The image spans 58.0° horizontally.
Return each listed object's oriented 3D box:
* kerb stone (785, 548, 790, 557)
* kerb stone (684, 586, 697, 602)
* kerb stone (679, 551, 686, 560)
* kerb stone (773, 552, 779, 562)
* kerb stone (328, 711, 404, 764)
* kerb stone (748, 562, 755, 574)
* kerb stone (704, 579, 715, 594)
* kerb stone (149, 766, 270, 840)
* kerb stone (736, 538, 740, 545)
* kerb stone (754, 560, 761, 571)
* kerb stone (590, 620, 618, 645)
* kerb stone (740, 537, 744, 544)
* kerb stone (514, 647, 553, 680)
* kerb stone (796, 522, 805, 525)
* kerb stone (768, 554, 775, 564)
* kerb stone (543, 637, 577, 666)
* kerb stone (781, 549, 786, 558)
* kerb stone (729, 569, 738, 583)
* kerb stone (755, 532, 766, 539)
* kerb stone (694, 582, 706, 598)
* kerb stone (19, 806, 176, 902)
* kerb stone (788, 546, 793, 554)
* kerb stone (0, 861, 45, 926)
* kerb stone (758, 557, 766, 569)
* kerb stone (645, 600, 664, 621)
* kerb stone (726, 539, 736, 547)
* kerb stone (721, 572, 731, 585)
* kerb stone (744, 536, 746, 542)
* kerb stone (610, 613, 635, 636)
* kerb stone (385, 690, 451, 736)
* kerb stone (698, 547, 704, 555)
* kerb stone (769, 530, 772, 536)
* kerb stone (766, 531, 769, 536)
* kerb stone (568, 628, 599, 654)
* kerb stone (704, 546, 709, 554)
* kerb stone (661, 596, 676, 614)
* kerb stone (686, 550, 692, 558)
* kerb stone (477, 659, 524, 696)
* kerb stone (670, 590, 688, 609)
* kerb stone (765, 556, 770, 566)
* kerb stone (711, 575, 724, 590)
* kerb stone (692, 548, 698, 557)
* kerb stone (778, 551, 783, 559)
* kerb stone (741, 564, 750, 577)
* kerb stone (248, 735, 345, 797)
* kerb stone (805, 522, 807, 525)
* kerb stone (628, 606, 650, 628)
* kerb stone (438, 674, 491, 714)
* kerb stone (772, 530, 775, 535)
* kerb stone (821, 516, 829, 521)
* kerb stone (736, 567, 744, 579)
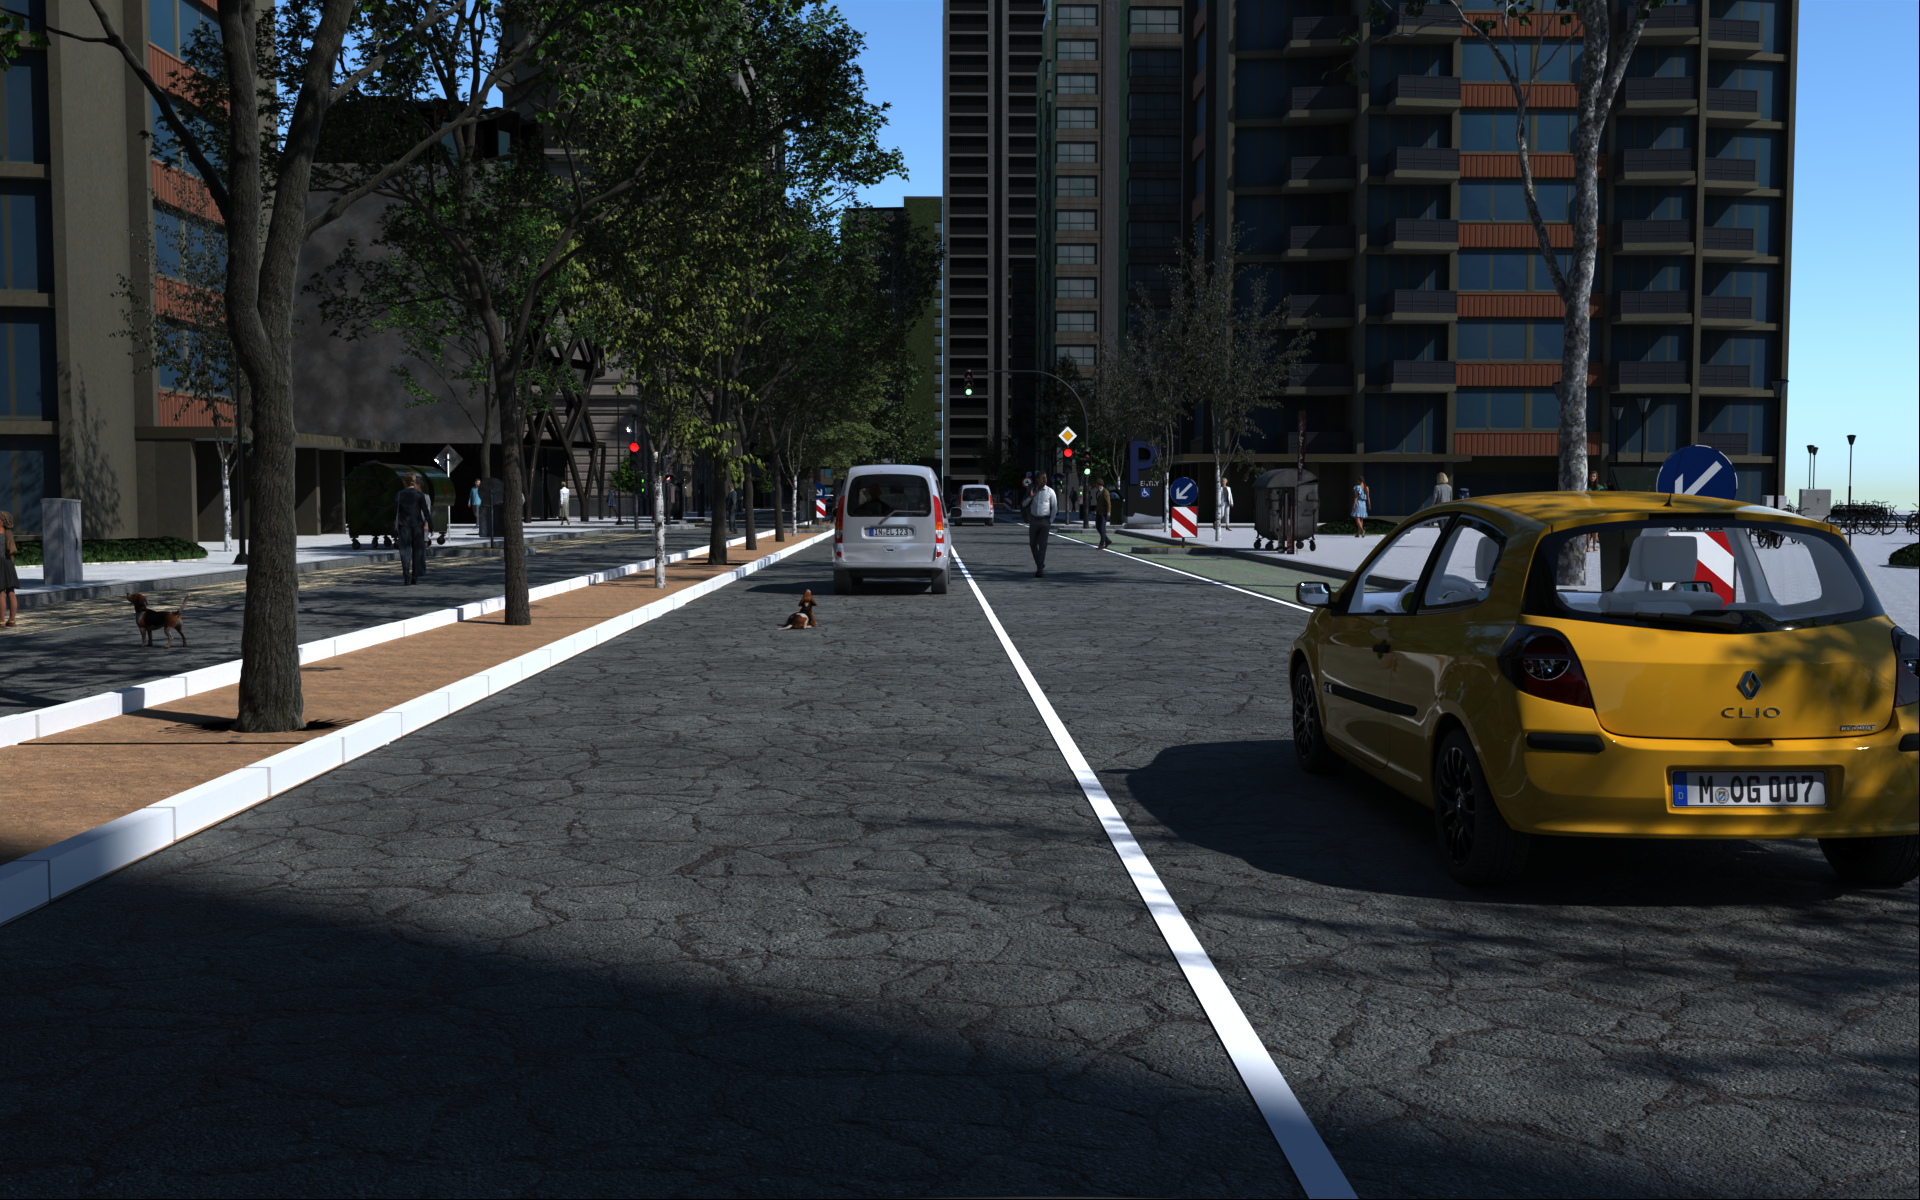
[{"bbox_3d":[-4.025,-1.046,39.372,0.120,0.150,1.000,0,4,-1],"label":"kerb stone"},{"bbox_3d":[-3.653,-0.045,22.978,0.120,0.150,1.000,0,4,-1],"label":"kerb stone"},{"bbox_3d":[-6.072,-0.922,37.267,0.120,0.150,1.000,0,4,-1],"label":"kerb stone"},{"bbox_3d":[-3.956,-0.862,36.297,0.120,0.150,1.000,0,4,-1],"label":"kerb stone"},{"bbox_3d":[-3.329,0.769,9.668,0.120,0.150,1.000,0,4,-1],"label":"kerb stone"},{"bbox_3d":[-3.835,-0.549,31.174,0.120,0.150,1.000,0,4,-1],"label":"kerb stone"},{"bbox_3d":[-3.691,-0.170,25.022,0.120,0.150,1.000,0,4,-1],"label":"kerb stone"},{"bbox_3d":[-3.295,0.894,7.618,0.120,0.150,1.000,0,4,-1],"label":"kerb stone"},{"bbox_3d":[-6.337,-1.612,48.545,0.120,0.150,1.000,0,4,-1],"label":"kerb stone"},{"bbox_3d":[-3.862,-0.612,32.196,0.120,0.150,1.000,0,4,-1],"label":"kerb stone"},{"bbox_3d":[-3.496,0.327,16.843,0.120,0.150,1.000,0,4,-1],"label":"kerb stone"},{"bbox_3d":[-6.355,-1.674,49.570,0.120,0.150,1.000,0,4,-1],"label":"kerb stone"},{"bbox_3d":[-3.426,0.517,13.769,0.120,0.150,1.000,0,4,-1],"label":"kerb stone"},{"bbox_3d":[-6.968,-3.273,75.715,0.120,0.150,1.000,0,4,-1],"label":"kerb stone"},{"bbox_3d":[-3.930,-0.800,35.275,0.120,0.150,1.000,0,4,-1],"label":"kerb stone"},{"bbox_3d":[-3.452,0.452,14.800,0.120,0.150,1.000,0,4,-1],"label":"kerb stone"},{"bbox_3d":[-4.004,-0.987,38.340,0.120,0.150,1.000,0,4,-1],"label":"kerb stone"},{"bbox_3d":[-3.762,-0.361,28.097,0.120,0.150,1.000,0,4,-1],"label":"kerb stone"},{"bbox_3d":[-6.530,-2.105,56.745,0.120,0.150,1.000,0,4,-1],"label":"kerb stone"},{"bbox_3d":[-3.671,-0.107,24.000,0.120,0.150,1.000,0,4,-1],"label":"kerb stone"},{"bbox_3d":[-3.265,0.956,6.578,0.120,0.150,1.000,0,4,-1],"label":"kerb stone"},{"bbox_3d":[-4.050,-1.113,40.393,0.120,0.150,1.000,0,4,-1],"label":"kerb stone"},{"bbox_3d":[-3.237,1.018,5.556,0.120,0.150,1.000,0,4,-1],"label":"kerb stone"},{"bbox_3d":[-3.872,-0.674,33.226,0.120,0.150,1.000,0,4,-1],"label":"kerb stone"},{"bbox_3d":[-3.564,0.140,19.913,0.120,0.150,1.000,0,4,-1],"label":"kerb stone"},{"bbox_3d":[-6.317,-1.547,47.523,0.120,0.150,1.000,0,4,-1],"label":"kerb stone"},{"bbox_3d":[-3.737,-0.298,27.070,0.120,0.150,1.000,0,4,-1],"label":"kerb stone"},{"bbox_3d":[-6.385,-1.737,50.592,0.120,0.150,1.000,0,4,-1],"label":"kerb stone"},{"bbox_3d":[-3.525,0.266,17.870,0.120,0.150,1.000,0,4,-1],"label":"kerb stone"},{"bbox_3d":[-3.355,0.704,10.692,0.120,0.150,1.000,0,4,-1],"label":"kerb stone"},{"bbox_3d":[-6.147,-1.101,40.335,0.120,0.150,1.000,0,4,-1],"label":"kerb stone"},{"bbox_3d":[-6.577,-2.239,58.807,0.120,0.150,1.000,0,4,-1],"label":"kerb stone"},{"bbox_3d":[-6.562,-2.170,57.768,0.120,0.150,1.000,0,4,-1],"label":"kerb stone"},{"bbox_3d":[-3.477,0.390,15.821,0.120,0.150,1.000,0,4,-1],"label":"kerb stone"},{"bbox_3d":[-6.166,-1.172,41.363,0.120,0.150,1.000,0,4,-1],"label":"kerb stone"},{"bbox_3d":[-3.596,0.085,20.935,0.120,0.150,1.000,0,4,-1],"label":"kerb stone"},{"bbox_3d":[-6.104,-0.983,38.289,0.120,0.150,1.000,0,4,-1],"label":"kerb stone"},{"bbox_3d":[-3.400,0.578,12.742,0.120,0.150,1.000,0,4,-1],"label":"kerb stone"},{"bbox_3d":[-3.610,0.015,21.957,0.120,0.150,1.000,0,4,-1],"label":"kerb stone"},{"bbox_3d":[-3.905,-0.735,34.248,0.120,0.150,1.000,0,4,-1],"label":"kerb stone"},{"bbox_3d":[-3.709,-0.236,26.048,0.120,0.150,1.000,0,4,-1],"label":"kerb stone"},{"bbox_3d":[-6.125,-1.047,39.313,0.120,0.150,1.000,0,4,-1],"label":"kerb stone"},{"bbox_3d":[-3.978,-0.921,37.319,0.120,0.150,1.000,0,4,-1],"label":"kerb stone"},{"bbox_3d":[-3.806,-0.486,30.146,0.120,0.150,1.000,0,4,-1],"label":"kerb stone"},{"bbox_3d":[-3.313,0.829,8.646,0.120,0.150,1.000,0,4,-1],"label":"kerb stone"},{"bbox_3d":[-6.991,-3.334,76.737,0.120,0.150,1.000,0,4,-1],"label":"kerb stone"},{"bbox_3d":[-3.547,0.206,18.892,0.120,0.150,1.000,0,4,-1],"label":"kerb stone"},{"bbox_3d":[-3.379,0.642,11.718,0.120,0.150,1.000,0,4,-1],"label":"kerb stone"},{"bbox_3d":[-6.596,-2.302,59.828,0.120,0.150,1.000,0,4,-1],"label":"kerb stone"},{"bbox_3d":[-7.424,-4.465,95.197,0.120,0.150,1.000,0,4,-1],"label":"kerb stone"},{"bbox_3d":[-3.784,-0.419,29.124,0.120,0.150,1.000,0,4,-1],"label":"kerb stone"}]
